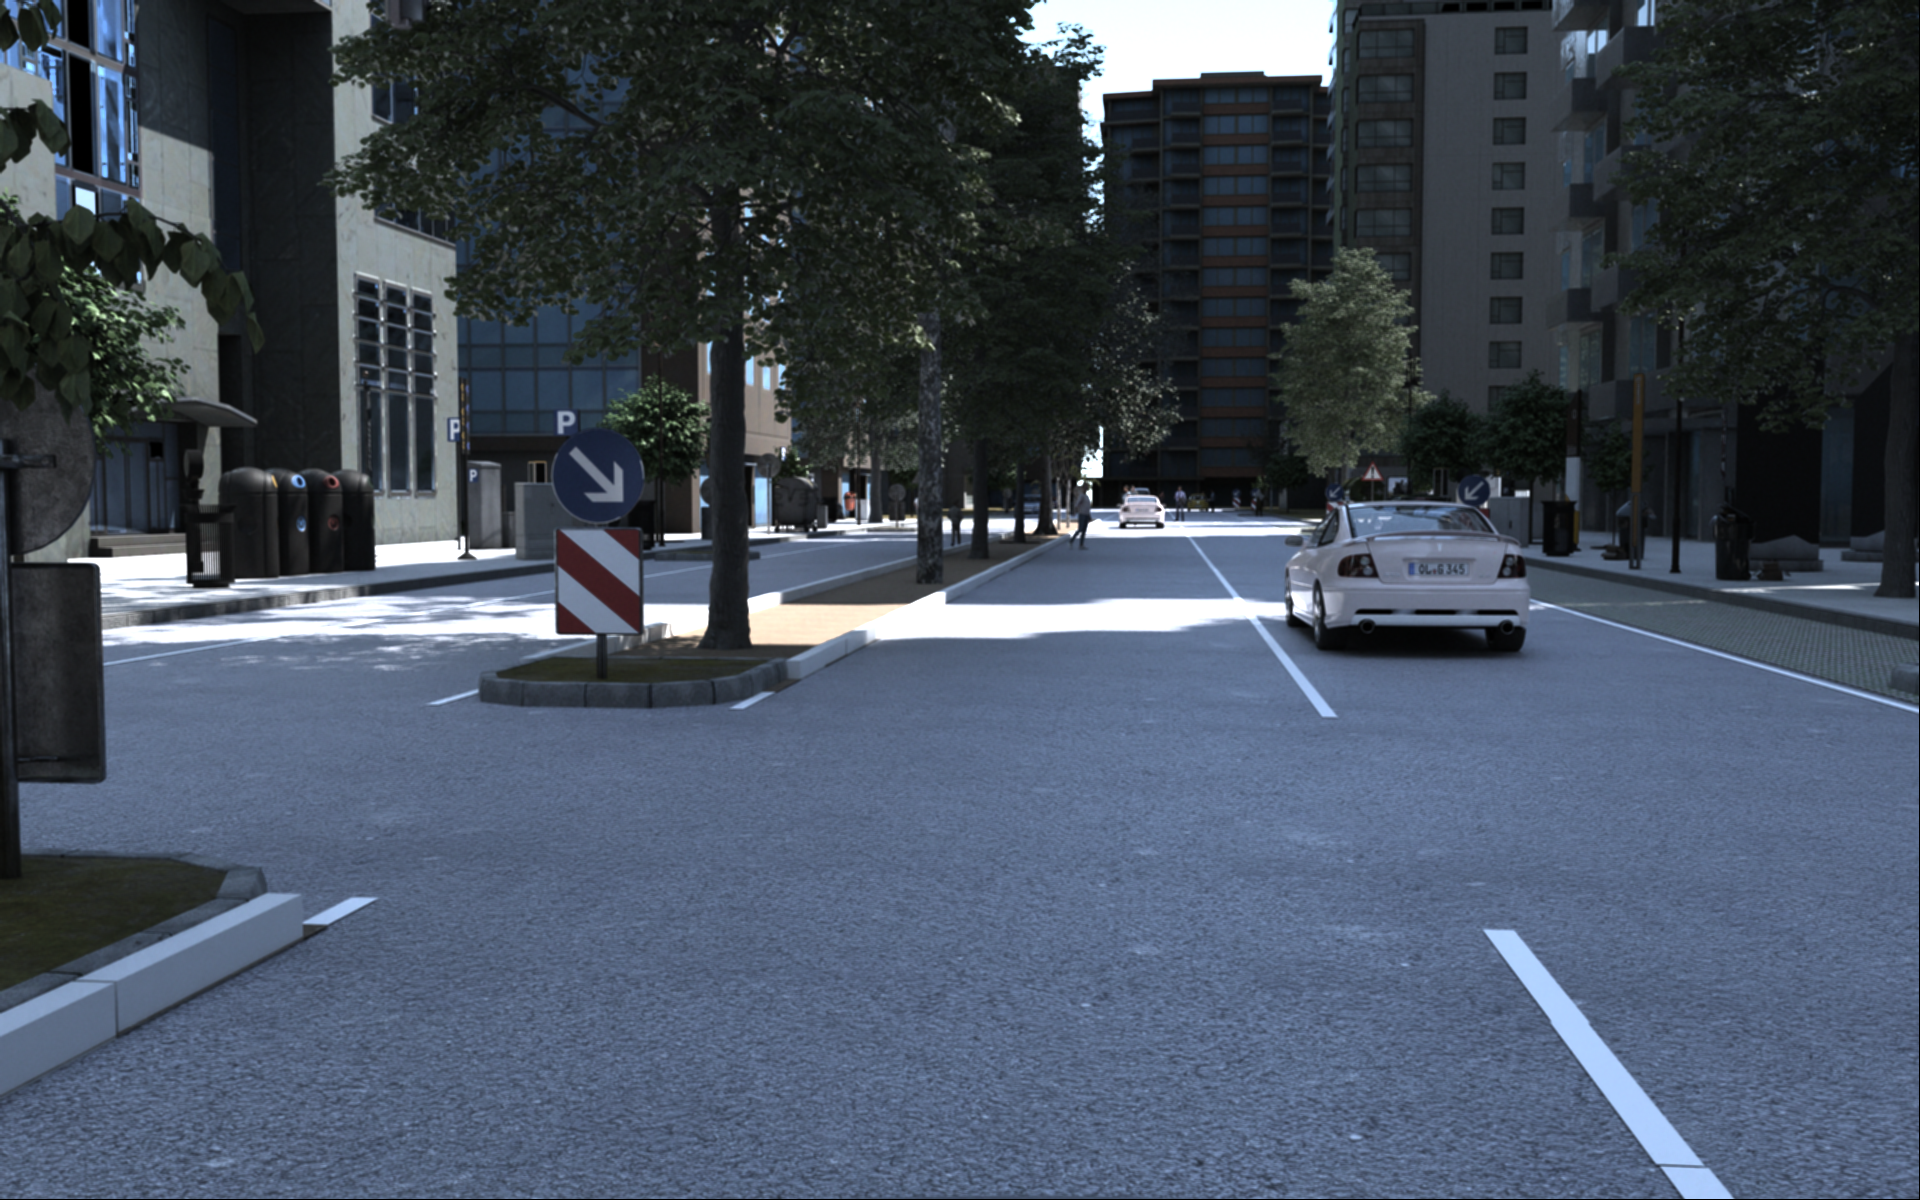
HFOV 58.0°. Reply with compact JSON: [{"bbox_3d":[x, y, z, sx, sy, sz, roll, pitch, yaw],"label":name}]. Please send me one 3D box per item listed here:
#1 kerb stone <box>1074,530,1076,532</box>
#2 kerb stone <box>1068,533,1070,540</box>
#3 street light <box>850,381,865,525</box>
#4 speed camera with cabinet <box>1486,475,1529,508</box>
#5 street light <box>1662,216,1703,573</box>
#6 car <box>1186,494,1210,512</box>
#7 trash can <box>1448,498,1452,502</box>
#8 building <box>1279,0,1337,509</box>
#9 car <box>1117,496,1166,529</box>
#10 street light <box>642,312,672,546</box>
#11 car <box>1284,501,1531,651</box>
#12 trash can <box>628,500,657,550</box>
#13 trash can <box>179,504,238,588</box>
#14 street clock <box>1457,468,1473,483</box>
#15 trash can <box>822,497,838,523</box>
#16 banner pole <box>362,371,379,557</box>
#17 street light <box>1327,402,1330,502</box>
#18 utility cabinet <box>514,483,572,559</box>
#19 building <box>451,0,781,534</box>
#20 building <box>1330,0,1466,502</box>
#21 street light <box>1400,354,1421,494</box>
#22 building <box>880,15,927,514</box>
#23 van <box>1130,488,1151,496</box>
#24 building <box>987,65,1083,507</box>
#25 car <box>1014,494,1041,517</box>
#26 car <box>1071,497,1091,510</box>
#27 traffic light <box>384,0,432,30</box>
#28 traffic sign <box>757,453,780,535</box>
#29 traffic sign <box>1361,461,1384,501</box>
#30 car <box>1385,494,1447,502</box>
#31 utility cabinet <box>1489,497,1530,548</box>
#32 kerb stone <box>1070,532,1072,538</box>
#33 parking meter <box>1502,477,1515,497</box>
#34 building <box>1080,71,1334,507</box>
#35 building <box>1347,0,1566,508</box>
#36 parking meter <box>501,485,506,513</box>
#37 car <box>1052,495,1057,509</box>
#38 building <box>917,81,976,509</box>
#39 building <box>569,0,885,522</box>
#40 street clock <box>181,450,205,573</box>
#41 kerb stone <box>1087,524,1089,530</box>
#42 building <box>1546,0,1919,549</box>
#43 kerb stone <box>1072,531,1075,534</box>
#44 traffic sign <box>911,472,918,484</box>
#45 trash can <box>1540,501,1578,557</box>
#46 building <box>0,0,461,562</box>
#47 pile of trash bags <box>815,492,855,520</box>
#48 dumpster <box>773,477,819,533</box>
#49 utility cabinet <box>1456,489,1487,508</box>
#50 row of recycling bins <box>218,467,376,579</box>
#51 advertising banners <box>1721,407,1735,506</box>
[{"bbox_3d":[3.700,-2.165,57.600,0.120,0.150,1.000,0,4,6],"label":"kerb stone"},{"bbox_3d":[3.235,-1.915,53.526,0.120,0.150,1.000,0,4,6],"label":"kerb stone"},{"bbox_3d":[-4.152,-6.008,71.025,0.468,5.910,1.993,0,4,6],"label":"street light"},{"bbox_3d":[26.584,-5.483,83.983,2.038,3.252,0.660,2,4,34],"label":"speed camera with cabinet"},{"bbox_3d":[11.644,-3.378,28.017,0.468,5.910,1.993,0,4,6],"label":"street light"},{"bbox_3d":[19.674,-8.132,143.186,2.015,1.641,3.980,0,4,7],"label":"car"},{"bbox_3d":[17.656,-3.171,63.493,0.748,1.137,0.748,0,3,0],"label":"trash can"},{"bbox_3d":[38.685,-50.603,140.032,22.319,86.520,31.000,0,4,6],"label":"building"},{"bbox_3d":[7.662,-3.719,73.161,2.083,1.381,4.827,0,4,5],"label":"car"},{"bbox_3d":[-7.315,-4.253,42.326,0.468,5.910,1.993,0,4,6],"label":"street light"},{"bbox_3d":[4.330,-0.297,17.226,2.083,1.381,4.827,0,4,5],"label":"car"},{"bbox_3d":[-7.311,-1.717,39.719,0.748,1.137,0.748,0,3,0],"label":"trash can"},{"bbox_3d":[-10.276,-0.739,23.731,0.748,1.137,0.748,0,3,0],"label":"trash can"},{"bbox_3d":[14.011,-2.662,48.095,0.471,2.002,0.358,-3,4,-38],"label":"street clock"},{"bbox_3d":[-5.865,-4.068,78.172,0.748,1.137,0.748,0,3,0],"label":"trash can"},{"bbox_3d":[-11.988,-2.759,35.124,0.401,3.779,0.863,-2,4,-27],"label":"banner pole"},{"bbox_3d":[18.202,-6.900,85.605,0.468,5.910,1.993,0,4,6],"label":"street light"},{"bbox_3d":[-8.179,-1.553,34.067,0.318,1.500,1.173,3,4,37],"label":"utility cabinet"},{"bbox_3d":[-14.398,-25.184,61.874,14.600,45.320,14.200,0,4,6],"label":"building"},{"bbox_3d":[32.698,-26.638,119.131,14.154,41.232,14.086,0,4,6],"label":"building"},{"bbox_3d":[14.848,-5.164,57.218,0.468,5.910,1.993,0,4,6],"label":"street light"},{"bbox_3d":[-14.159,-30.544,119.005,23.786,49.044,30.456,0,4,6],"label":"building"},{"bbox_3d":[12.360,-6.853,119.061,2.013,2.044,4.112,0,4,6],"label":"van"},{"bbox_3d":[5.561,-32.537,182.092,14.200,45.320,14.600,0,4,6],"label":"building"},{"bbox_3d":[4.335,-5.740,105.846,2.014,1.417,4.499,0,4,8],"label":"car"},{"bbox_3d":[10.623,-8.688,154.416,2.083,1.381,4.827,0,4,6],"label":"car"},{"bbox_3d":[-6.425,-2.360,13.253,4.771,5.953,1.251,0,4,6],"label":"traffic light"},{"bbox_3d":[-5.993,-3.307,54.178,0.768,2.556,0.104,1,4,10],"label":"traffic sign"},{"bbox_3d":[16.281,-4.181,68.370,0.884,2.594,0.081,1,4,15],"label":"traffic sign"},{"bbox_3d":[10.961,-1.970,41.999,2.009,1.686,4.222,0,4,7],"label":"car"},{"bbox_3d":[13.208,-1.868,41.706,0.306,1.237,1.020,-2,4,-29],"label":"utility cabinet"},{"bbox_3d":[3.354,-1.978,54.543,0.120,0.150,1.000,0,4,6],"label":"kerb stone"},{"bbox_3d":[19.017,-3.326,60.097,0.255,1.863,0.399,-3,4,-38],"label":"parking meter"},{"bbox_3d":[27.683,-32.295,182.644,28.867,44.769,22.147,0,4,6],"label":"building"},{"bbox_3d":[30.494,-20.417,105.513,14.160,30.474,14.107,0,4,6],"label":"building"},{"bbox_3d":[-12.813,-2.432,48.181,0.372,1.533,0.369,0,3,0],"label":"parking meter"},{"bbox_3d":[8.289,-9.095,161.278,1.945,1.354,3.894,0,4,6],"label":"car"},{"bbox_3d":[-4.818,-28.805,154.555,14.086,41.232,14.154,0,4,6],"label":"building"},{"bbox_3d":[-12.085,-27.283,96.188,14.600,45.320,14.200,0,4,6],"label":"building"},{"bbox_3d":[-12.498,-1.448,28.249,0.358,2.002,0.471,-3,4,-38],"label":"street clock"},{"bbox_3d":[4.958,-2.850,68.794,0.120,0.150,1.000,0,4,6],"label":"kerb stone"},{"bbox_3d":[30.921,-26.401,51.269,23.786,49.044,30.456,0,4,6],"label":"building"},{"bbox_3d":[3.590,-2.103,56.580,0.120,0.150,1.000,0,4,6],"label":"kerb stone"},{"bbox_3d":[-2.043,-5.375,87.877,0.884,2.594,0.081,0,4,8],"label":"traffic sign"},{"bbox_3d":[12.349,-1.473,35.739,0.748,1.137,0.748,0,3,0],"label":"trash can"},{"bbox_3d":[-24.678,-43.937,31.035,22.319,86.520,31.000,0,4,6],"label":"building"},{"bbox_3d":[-6.535,-4.710,86.764,1.912,1.369,3.447,3,5,41],"label":"pile of trash bags"},{"bbox_3d":[-5.522,-3.206,58.183,1.264,1.857,1.865,0,4,6],"label":"dumpster"},{"bbox_3d":[20.661,-3.746,69.932,1.173,1.500,0.318,3,4,37],"label":"utility cabinet"},{"bbox_3d":[-10.609,-1.262,27.748,1.069,1.692,3.534,1,4,13],"label":"row of recycling bins"},{"bbox_3d":[15.807,-2.410,35.595,0.090,3.025,2.074,2,4,33],"label":"advertising banners"}]
